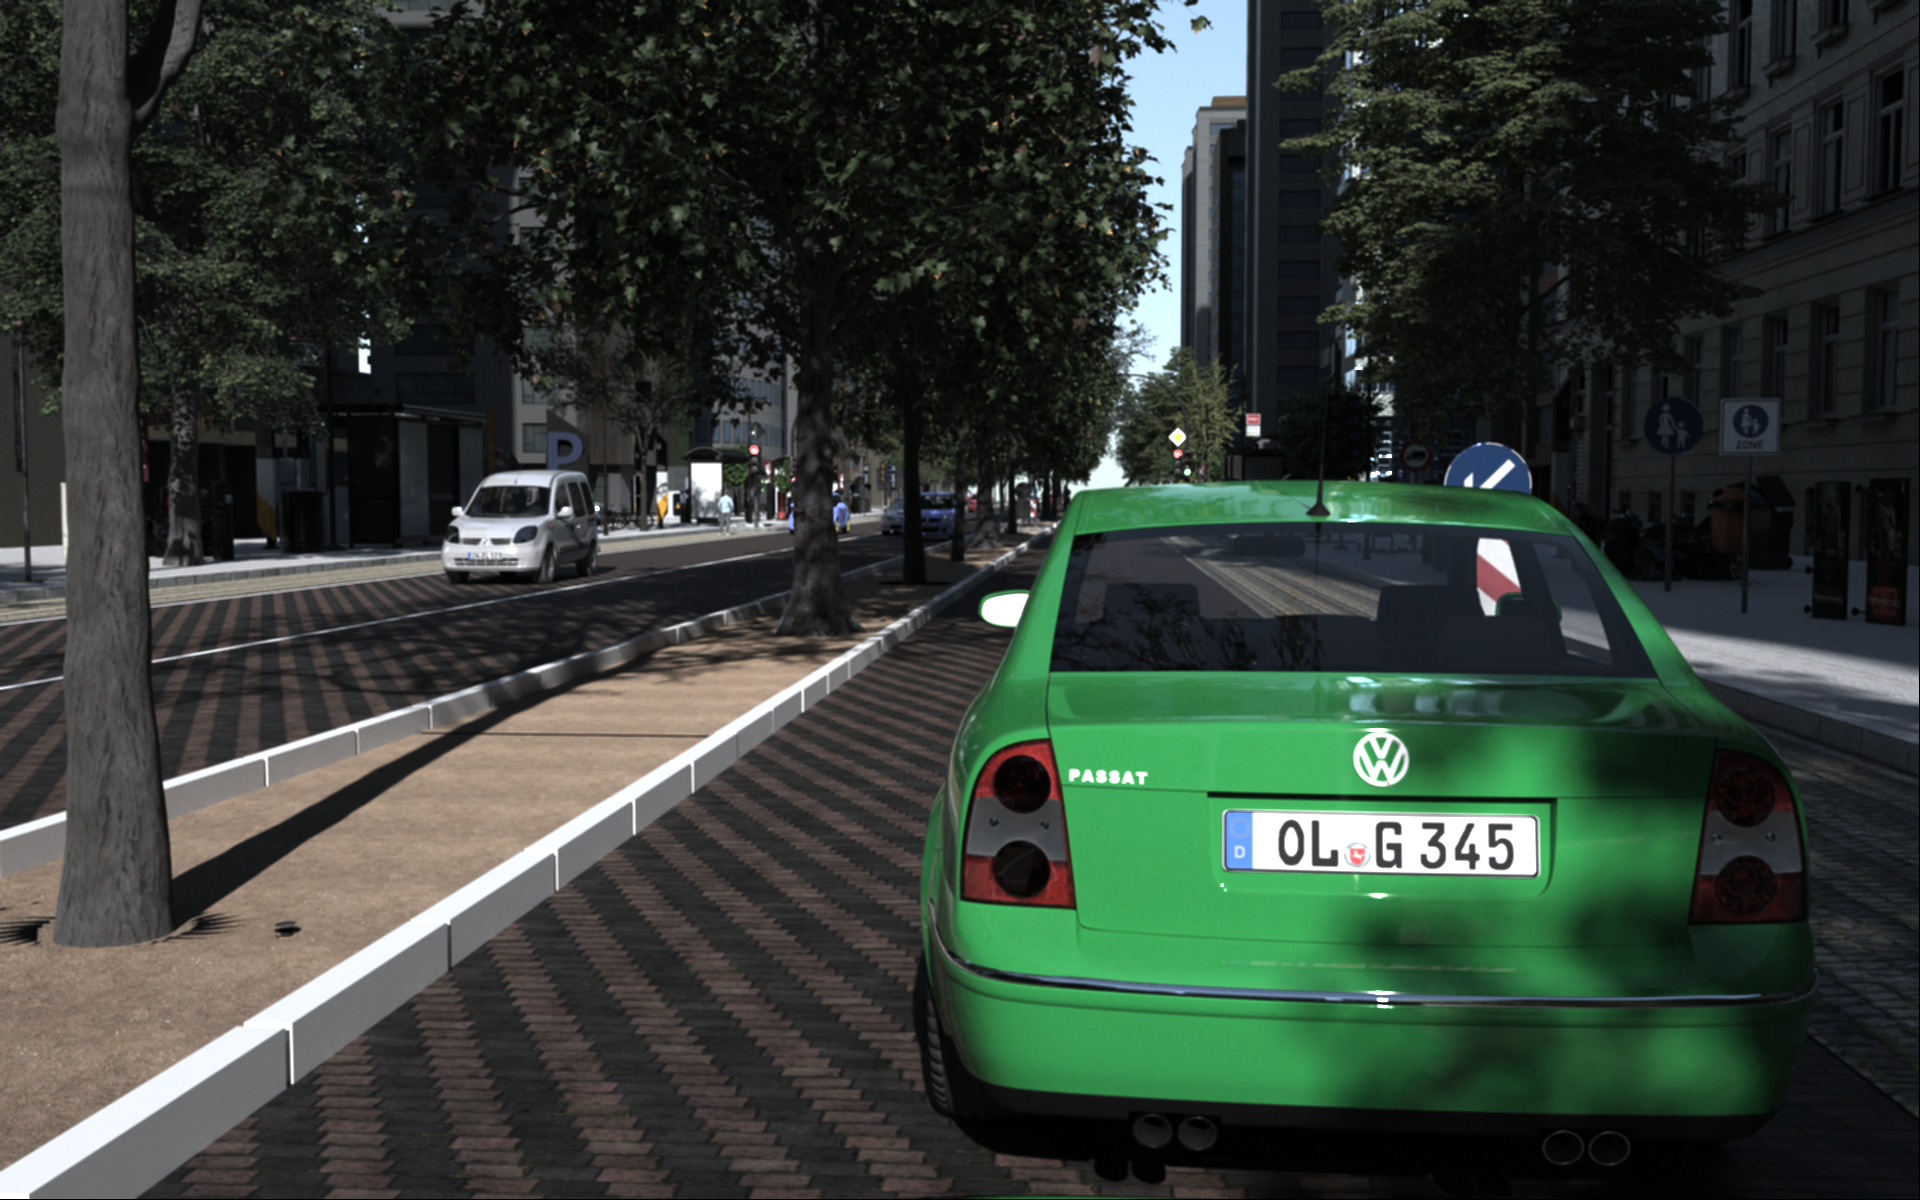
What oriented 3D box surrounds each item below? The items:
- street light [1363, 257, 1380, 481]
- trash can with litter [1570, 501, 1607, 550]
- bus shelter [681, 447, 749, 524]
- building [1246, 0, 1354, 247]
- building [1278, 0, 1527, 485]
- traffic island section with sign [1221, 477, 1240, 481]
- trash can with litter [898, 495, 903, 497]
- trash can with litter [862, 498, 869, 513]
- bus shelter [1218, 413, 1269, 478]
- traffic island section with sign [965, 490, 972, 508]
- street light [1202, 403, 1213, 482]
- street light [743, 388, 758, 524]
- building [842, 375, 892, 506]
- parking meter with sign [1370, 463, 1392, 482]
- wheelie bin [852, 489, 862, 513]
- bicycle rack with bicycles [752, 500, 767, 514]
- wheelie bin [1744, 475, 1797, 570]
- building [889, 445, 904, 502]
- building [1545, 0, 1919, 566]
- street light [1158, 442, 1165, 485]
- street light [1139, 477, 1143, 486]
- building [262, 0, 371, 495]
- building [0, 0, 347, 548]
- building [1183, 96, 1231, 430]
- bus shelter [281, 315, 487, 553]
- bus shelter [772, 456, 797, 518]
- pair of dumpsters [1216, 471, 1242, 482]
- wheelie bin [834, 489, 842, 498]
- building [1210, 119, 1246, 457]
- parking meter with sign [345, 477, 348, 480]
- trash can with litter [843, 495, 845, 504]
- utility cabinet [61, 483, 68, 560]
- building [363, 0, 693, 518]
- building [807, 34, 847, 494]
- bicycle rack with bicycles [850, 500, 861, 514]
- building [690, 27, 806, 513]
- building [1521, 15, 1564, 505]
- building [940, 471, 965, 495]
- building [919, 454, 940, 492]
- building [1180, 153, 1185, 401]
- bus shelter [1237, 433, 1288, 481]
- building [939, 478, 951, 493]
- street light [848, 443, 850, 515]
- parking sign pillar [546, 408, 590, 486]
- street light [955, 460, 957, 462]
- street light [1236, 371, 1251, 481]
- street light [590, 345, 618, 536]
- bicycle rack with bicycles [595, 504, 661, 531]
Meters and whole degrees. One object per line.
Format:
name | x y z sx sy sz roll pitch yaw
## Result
street light | 7.988 -3.733 33.828 0.468 5.910 1.993 0 4 5
trash can with litter | 10.495 -1.036 28.331 1.055 1.170 0.624 3 5 45
bus shelter | -10.776 -5.099 77.285 2.014 3.302 5.546 0 4 5
building | 37.210 -37.883 161.384 21.231 58.520 28.212 0 4 5
building | 36.840 -49.894 128.431 22.319 86.520 31.000 0 4 5
traffic island section with sign | 6.244 -1.981 41.011 1.989 1.847 2.006 0 4 5
trash can with litter | -4.957 -8.449 149.533 1.055 1.170 0.624 -2 4 -32
trash can with litter | -6.501 -6.544 118.380 0.624 1.170 1.055 0 4 -3
bus shelter | 13.675 -6.500 83.913 2.179 5.291 8.768 0 4 5
traffic island section with sign | 0.884 -10.083 173.491 1.989 1.847 2.006 0 4 5
street light | 12.313 -6.953 86.465 0.468 5.910 1.993 0 4 5
street light | -9.139 -6.267 75.248 0.468 5.910 1.993 0 4 5
building | -22.642 -20.507 180.331 27.650 21.520 28.899 0 4 5
parking meter with sign | 23.191 -6.143 96.698 1.738 3.016 0.543 1 4 17
wheelie bin | -6.898 -6.625 116.227 0.693 1.594 0.980 -1 4 -14
bicycle rack with bicycles | -12.102 -6.065 112.543 2.925 0.926 2.852 1 4 16
wheelie bin | 13.719 -1.320 29.488 0.980 1.594 0.693 -2 4 -30
building | -13.983 -31.622 200.608 14.154 41.232 14.086 0 4 5
building | 25.167 -12.669 40.416 16.112 22.955 30.059 0 4 5
street light | 17.435 -10.706 147.827 0.468 5.910 1.993 0 4 5
street light | 25.381 -16.633 244.736 0.468 5.910 1.993 0 4 5
building | -50.435 -31.114 97.952 27.495 52.752 28.713 0 4 5
building | -34.093 -24.019 47.338 28.867 44.769 22.147 0 4 5
building | 45.659 -44.080 262.707 21.231 58.520 28.212 0 4 5
bus shelter | -13.770 -3.911 41.582 2.179 5.291 8.768 0 4 5
bus shelter | -8.923 -6.108 93.782 2.014 3.302 5.546 0 4 5
pair of dumpsters | 11.859 -4.503 76.115 1.574 2.255 4.437 0 4 5
wheelie bin | -8.265 -6.626 116.238 0.693 1.594 0.980 0 4 6
building | 37.451 -34.077 207.271 14.600 45.320 14.200 0 4 5
parking meter with sign | -27.824 -5.090 79.485 1.738 3.016 0.543 3 5 42
trash can with litter | -9.700 -8.061 142.854 1.678 1.210 2.233 1 4 15
utility cabinet | -17.174 -1.545 33.942 0.318 1.500 1.173 0 4 -4
building | -23.445 -19.851 96.271 14.160 30.474 14.107 0 4 5
building | -18.287 -31.043 157.665 14.600 45.320 14.200 0 4 5
bicycle rack with bicycles | -7.223 -5.931 110.353 2.852 0.926 2.925 1 4 10
building | -23.741 -35.636 124.643 21.231 58.520 28.212 0 4 5
building | 42.959 -26.561 88.897 28.867 44.769 22.147 0 4 5
building | -13.315 -27.356 292.315 27.650 21.520 28.899 0 4 5
building | -10.602 -29.232 249.642 14.160 30.474 14.107 0 4 5
building | 47.624 -45.798 290.801 21.231 58.520 28.212 0 4 5
bus shelter | 10.729 -4.017 59.596 2.014 3.302 5.546 0 4 5
building | -11.972 -50.621 265.896 20.563 71.187 20.611 0 4 5
street light | -6.779 -8.118 105.511 0.468 5.910 1.993 0 4 5
parking sign pillar | -12.305 -4.029 54.347 1.447 3.967 1.447 0 4 -5
street light | -0.335 -12.889 183.519 0.468 5.910 1.993 0 4 5
street light | 10.612 -5.638 64.961 0.468 5.910 1.993 0 4 5
street light | -10.974 -4.937 53.501 0.468 5.910 1.993 0 4 5
bicycle rack with bicycles | -12.040 -2.966 61.880 2.925 0.926 2.852 -2 4 -29
